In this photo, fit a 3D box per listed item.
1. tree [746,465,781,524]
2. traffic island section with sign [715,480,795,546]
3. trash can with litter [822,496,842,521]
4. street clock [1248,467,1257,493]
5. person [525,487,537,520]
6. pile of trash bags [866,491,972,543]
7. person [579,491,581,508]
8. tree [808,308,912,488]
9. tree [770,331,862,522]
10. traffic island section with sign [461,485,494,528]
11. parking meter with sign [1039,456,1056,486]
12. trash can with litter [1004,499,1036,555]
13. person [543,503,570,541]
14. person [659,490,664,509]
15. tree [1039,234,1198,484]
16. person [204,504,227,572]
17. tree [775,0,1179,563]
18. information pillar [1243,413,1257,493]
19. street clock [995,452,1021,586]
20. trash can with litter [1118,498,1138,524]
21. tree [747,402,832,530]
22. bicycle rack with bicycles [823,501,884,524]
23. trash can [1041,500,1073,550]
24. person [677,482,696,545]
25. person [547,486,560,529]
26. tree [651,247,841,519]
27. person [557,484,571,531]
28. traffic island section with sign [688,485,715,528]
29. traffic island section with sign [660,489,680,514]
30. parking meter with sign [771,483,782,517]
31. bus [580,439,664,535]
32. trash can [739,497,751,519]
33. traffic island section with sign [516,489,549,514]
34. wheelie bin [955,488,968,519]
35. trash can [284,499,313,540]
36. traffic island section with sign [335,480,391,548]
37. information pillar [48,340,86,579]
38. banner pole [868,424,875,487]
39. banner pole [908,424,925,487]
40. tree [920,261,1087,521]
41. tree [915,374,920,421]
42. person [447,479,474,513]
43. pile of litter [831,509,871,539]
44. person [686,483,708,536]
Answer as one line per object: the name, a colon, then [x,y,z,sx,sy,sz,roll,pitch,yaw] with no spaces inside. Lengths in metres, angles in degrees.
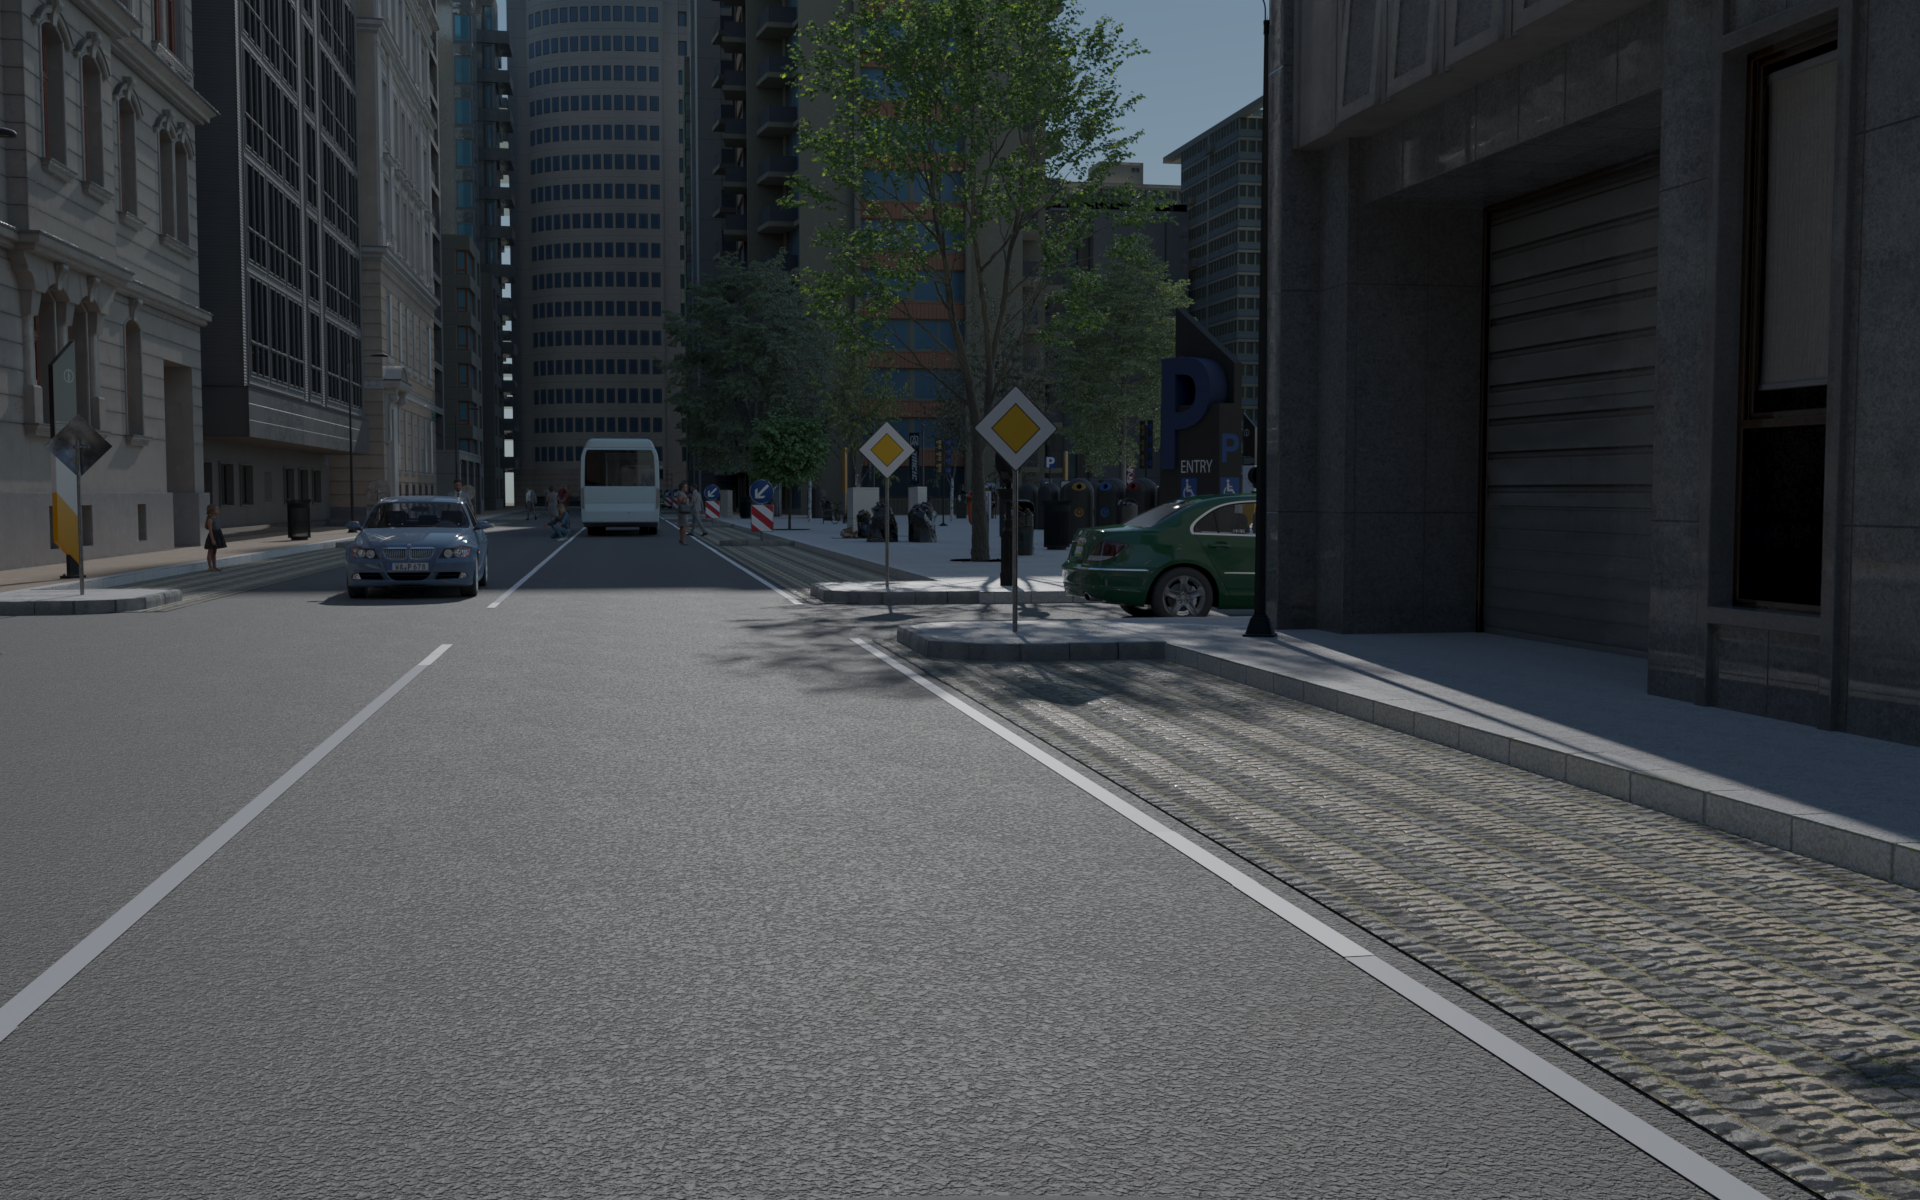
tree: [-8.379,-4.879,74.379,1.663,3.219,1.824,0,3,0]
traffic island section with sign: [-5.674,-2.418,48.158,1.989,1.847,2.006,-1,4,-11]
trash can with litter: [-6.094,-4.383,83.043,1.055,1.170,0.624,1,4,14]
street clock: [7.826,-2.508,45.579,0.471,2.002,0.358,-1,4,-20]
person: [-23.583,-5.301,95.277,0.850,1.850,0.679,3,4,38]
pile of trash bags: [-0.897,-2.247,46.485,3.447,1.369,1.912,1,4,15]
person: [-32.346,-8.511,148.435,0.721,1.735,1.217,-2,4,-30]
tree: [-3.972,-7.201,68.092,4.737,8.622,4.395,0,3,0]
tree: [-6.688,-7.898,79.503,4.360,8.622,3.978,0,3,0]
traffic island section with sign: [-20.853,-3.970,73.533,1.989,1.847,2.006,-1,4,-11]
parking meter with sign: [4.018,-5.184,81.020,0.543,3.016,1.738,-1,4,-11]
trash can with litter: [1.284,-1.534,36.464,0.624,1.170,1.055,0,4,7]
person: [-12.257,-2.383,52.955,0.738,1.151,1.012,-2,4,-29]
person: [-28.402,-9.527,164.136,0.709,1.838,0.599,2,4,33]
tree: [7.259,-9.626,75.511,7.486,12.596,7.792,0,3,0]
person: [-13.710,-1.145,31.897,0.373,1.253,0.362,1,4,9]
tree: [0.382,-6.545,32.763,9.928,11.665,9.643,0,3,0]
information pillar: [8.391,-3.601,50.235,0.183,3.616,0.504,-3,4,-36]
street clock: [0.679,-1.200,24.192,0.358,2.002,0.471,1,4,23]
trash can with litter: [2.653,-1.184,30.420,1.678,1.210,2.233,3,4,38]
tree: [-6.108,-4.766,61.637,4.285,4.588,4.351,0,3,0]
bicycle rack with bicycles: [-4.424,-3.726,74.302,2.852,0.926,2.925,2,4,33]
trash can: [2.230,-1.727,39.890,0.748,1.137,0.748,0,3,0]
person: [-7.708,-2.436,48.689,0.532,1.782,0.716,0,4,3]
person: [-16.768,-3.852,71.845,0.716,1.782,0.532,0,4,-3]
tree: [-10.588,-11.138,88.758,9.857,13.997,8.962,0,3,0]
person: [-15.389,-3.608,67.463,0.580,1.828,0.573,1,4,10]
traffic island section with sign: [-10.812,-4.036,74.621,1.989,1.847,2.006,-1,4,-11]
traffic island section with sign: [-20.404,-7.060,124.056,1.989,1.847,2.006,-1,4,-11]
parking meter with sign: [-10.389,-6.231,98.144,0.543,3.016,1.738,0,4,3]
bus: [-12.419,-4.230,64.017,2.948,3.499,13.247,-1,4,-10]
trash can: [-11.208,-4.822,90.489,0.748,1.137,0.748,0,3,0]
traffic island section with sign: [-30.360,-6.969,122.566,1.989,1.847,2.006,-1,4,-11]
wheelie bin: [0.090,-5.072,90.836,0.693,1.594,0.980,0,4,-1]
trash can: [-18.445,-2.243,48.327,0.748,1.137,0.748,0,3,0]
traffic island section with sign: [-15.633,-2.323,46.603,1.989,1.847,2.006,-1,4,-11]
information pillar: [-13.539,-2.132,26.213,0.183,3.616,0.504,1,4,13]
banner pole: [-3.152,-4.391,61.816,0.401,3.779,0.863,-1,4,-20]
banner pole: [-1.501,-4.389,61.776,0.863,3.779,0.401,3,4,36]
tree: [1.720,-6.447,55.774,4.360,8.622,3.978,0,3,0]
tree: [-0.284,-8.041,81.830,4.360,8.622,3.978,0,3,0]
person: [-11.813,-1.959,40.802,0.678,1.792,0.850,-1,4,-19]
pile of litter: [-2.956,-2.217,50.216,1.719,0.858,1.176,-1,4,-20]
person: [-8.933,-3.050,58.639,0.850,1.792,0.678,1,4,10]
